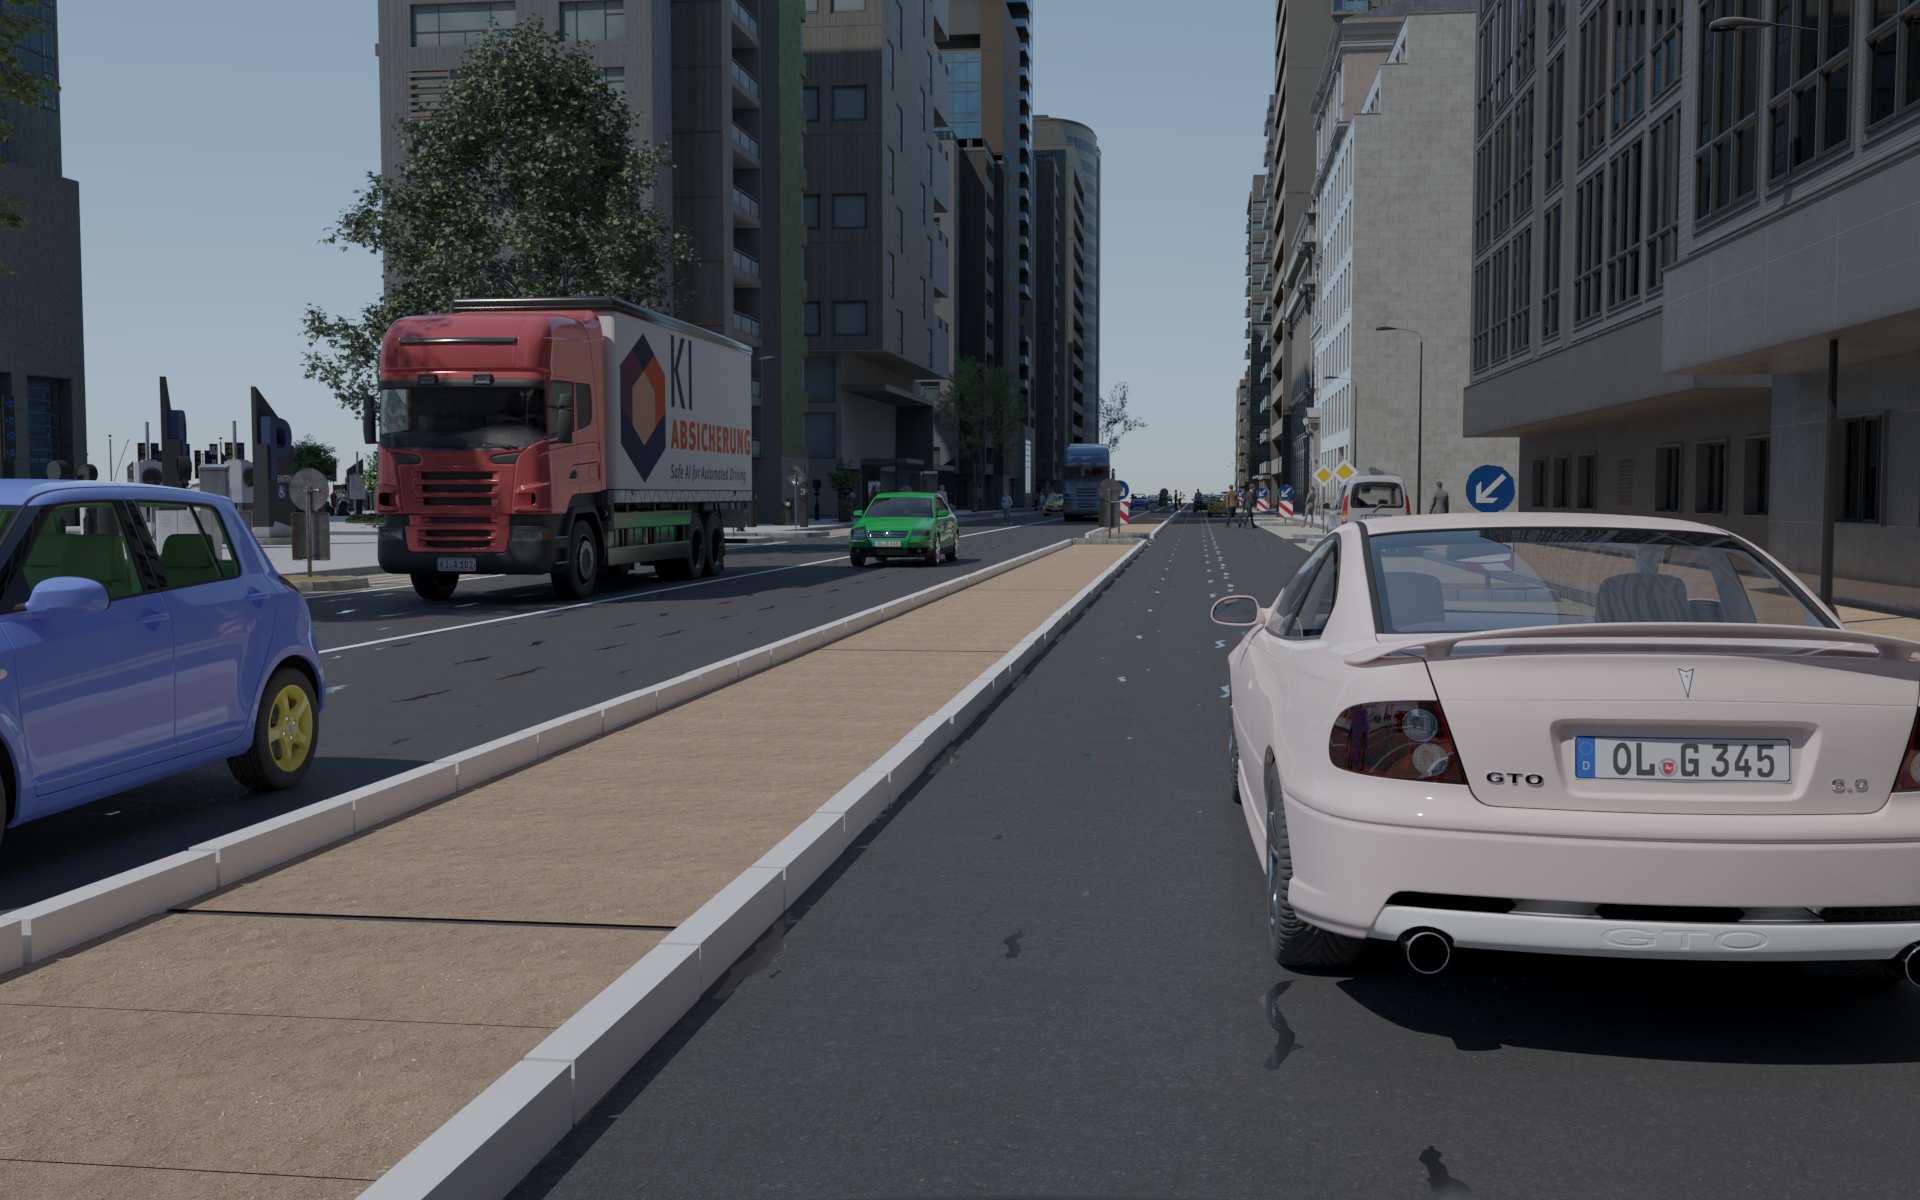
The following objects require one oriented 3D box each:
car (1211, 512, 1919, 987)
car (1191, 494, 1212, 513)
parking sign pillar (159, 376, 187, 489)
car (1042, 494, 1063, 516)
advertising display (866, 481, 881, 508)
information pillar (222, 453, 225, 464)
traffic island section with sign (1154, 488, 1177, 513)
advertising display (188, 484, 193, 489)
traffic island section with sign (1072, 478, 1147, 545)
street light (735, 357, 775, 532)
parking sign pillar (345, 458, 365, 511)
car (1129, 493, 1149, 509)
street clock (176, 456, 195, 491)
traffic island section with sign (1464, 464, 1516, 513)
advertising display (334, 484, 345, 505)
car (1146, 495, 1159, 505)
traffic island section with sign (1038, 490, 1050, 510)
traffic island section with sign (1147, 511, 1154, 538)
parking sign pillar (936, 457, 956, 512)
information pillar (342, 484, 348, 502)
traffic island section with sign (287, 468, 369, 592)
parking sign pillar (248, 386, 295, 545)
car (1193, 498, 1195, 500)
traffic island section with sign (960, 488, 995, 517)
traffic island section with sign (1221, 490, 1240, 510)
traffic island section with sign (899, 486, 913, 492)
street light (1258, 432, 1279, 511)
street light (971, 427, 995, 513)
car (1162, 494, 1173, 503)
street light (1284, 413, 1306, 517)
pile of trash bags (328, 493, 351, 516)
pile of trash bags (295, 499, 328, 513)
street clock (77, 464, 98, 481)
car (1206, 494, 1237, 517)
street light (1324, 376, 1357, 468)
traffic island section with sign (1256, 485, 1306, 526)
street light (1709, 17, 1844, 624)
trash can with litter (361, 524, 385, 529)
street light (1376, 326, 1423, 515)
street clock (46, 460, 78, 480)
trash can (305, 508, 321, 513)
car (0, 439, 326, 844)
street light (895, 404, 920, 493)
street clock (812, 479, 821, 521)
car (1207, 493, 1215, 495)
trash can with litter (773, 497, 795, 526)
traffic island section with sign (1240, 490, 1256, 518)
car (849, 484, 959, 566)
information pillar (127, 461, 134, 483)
[{"bbox_3d":[2.014,0.356,6.534,2.083,1.381,4.827,0,4,6],"label":"car"},{"bbox_3d":[19.043,-7.515,134.671,2.131,1.459,4.920,0,4,7],"label":"car"},{"bbox_3d":[-18.305,-3.173,40.343,1.447,3.967,1.447,-1,4,-19],"label":"parking sign pillar"},{"bbox_3d":[6.388,-6.303,113.285,2.015,1.641,3.980,0,4,7],"label":"car"},{"bbox_3d":[-4.174,-4.806,83.796,0.123,1.923,0.974,3,5,39],"label":"advertising display"},{"bbox_3d":[-40.793,-6.407,96.105,0.183,3.616,0.504,1,4,18],"label":"information pillar"},{"bbox_3d":[15.459,-7.537,131.364,2.006,1.907,1.989,0,4,8],"label":"traffic island section with sign"},{"bbox_3d":[-49.295,-6.490,111.328,0.974,1.923,0.123,3,4,37],"label":"advertising display"},{"bbox_3d":[4.249,-2.535,49.580,2.006,1.907,1.989,0,4,8],"label":"traffic island section with sign"},{"bbox_3d":[-6.932,-5.269,58.685,1.470,5.913,1.316,0,4,8],"label":"street light"},{"bbox_3d":[-45.500,-8.663,130.119,1.447,3.967,1.447,-3,5,-43],"label":"parking sign pillar"},{"bbox_3d":[17.606,-9.820,170.154,1.945,1.707,3.694,0,4,6],"label":"car"},{"bbox_3d":[-14.834,-1.748,33.153,0.358,2.002,0.471,-2,4,-30],"label":"street clock"},{"bbox_3d":[7.061,-0.932,23.866,1.989,1.847,2.006,0,4,8],"label":"traffic island section with sign"},{"bbox_3d":[-41.862,-6.824,116.793,0.123,1.923,0.974,2,4,30],"label":"advertising display"},{"bbox_3d":[25.870,-13.440,232.101,2.083,1.381,4.827,1,4,8],"label":"car"},{"bbox_3d":[7.942,-9.100,157.410,1.989,1.847,2.006,0,4,8],"label":"traffic island section with sign"},{"bbox_3d":[5.265,-2.984,56.917,2.006,1.907,1.989,0,4,8],"label":"traffic island section with sign"},{"bbox_3d":[-1.027,-8.355,125.084,1.447,3.967,1.447,-1,4,-17],"label":"parking sign pillar"},{"bbox_3d":[-42.916,-7.118,120.870,0.304,2.012,0.304,3,4,38],"label":"information pillar"},{"bbox_3d":[-10.063,-1.066,26.055,1.989,1.847,2.006,0,4,8],"label":"traffic island section with sign"},{"bbox_3d":[-17.432,-3.395,43.984,1.447,3.967,1.447,0,4,7],"label":"parking sign pillar"},{"bbox_3d":[30.910,-12.826,222.285,1.945,1.354,3.894,1,4,9],"label":"car"},{"bbox_3d":[1.111,-6.049,107.531,1.989,1.847,2.006,0,4,8],"label":"traffic island section with sign"},{"bbox_3d":[28.736,-10.601,181.951,1.989,1.847,2.006,0,4,8],"label":"traffic island section with sign"},{"bbox_3d":[-2.553,-4.416,80.825,1.989,1.847,2.006,0,4,8],"label":"traffic island section with sign"},{"bbox_3d":[23.320,-9.617,129.785,1.470,5.913,1.316,0,4,8],"label":"street light"},{"bbox_3d":[1.478,-9.039,120.333,1.470,5.913,1.316,0,4,8],"label":"street light"},{"bbox_3d":[33.722,-16.712,282.032,1.959,1.807,4.718,0,4,7],"label":"car"},{"bbox_3d":[19.177,-7.732,98.953,1.470,5.913,1.316,0,4,8],"label":"street light"},{"bbox_3d":[-36.985,-5.656,102.231,1.912,1.369,3.447,-1,4,-20],"label":"pile of trash bags"},{"bbox_3d":[-34.748,-4.870,89.381,3.447,1.369,1.912,2,4,26],"label":"pile of trash bags"},{"bbox_3d":[-20.857,-2.254,41.423,0.471,2.002,0.358,1,4,21],"label":"street clock"},{"bbox_3d":[16.693,-6.132,110.485,2.015,1.641,3.980,1,4,9],"label":"car"},{"bbox_3d":[14.995,-5.846,68.126,1.470,5.913,1.316,0,4,8],"label":"street light"},{"bbox_3d":[14.392,-4.200,77.299,1.989,1.847,2.006,0,4,8],"label":"traffic island section with sign"},{"bbox_3d":[8.004,-2.718,16.985,1.470,5.913,1.316,0,4,8],"label":"street light"},{"bbox_3d":[-21.502,-3.310,65.169,2.233,1.210,1.678,2,4,24],"label":"trash can with litter"},{"bbox_3d":[12.188,-4.614,47.984,1.470,5.913,1.316,0,4,8],"label":"street light"},{"bbox_3d":[-19.383,-2.000,37.267,0.471,2.002,0.358,2,4,26],"label":"street clock"},{"bbox_3d":[-25.726,-3.497,68.823,0.748,1.137,0.748,0,3,0],"label":"trash can"},{"bbox_3d":[-4.221,0.144,7.235,1.945,1.707,3.694,0,4,7],"label":"car"},{"bbox_3d":[-2.771,-7.154,89.515,1.470,5.913,1.316,0,4,8],"label":"street light"},{"bbox_3d":[-6.906,-4.835,83.626,0.358,2.002,0.471,-2,4,-35],"label":"street clock"},{"bbox_3d":[24.605,-9.804,169.879,1.945,1.707,3.694,0,4,6],"label":"car"},{"bbox_3d":[-7.155,-3.600,70.248,1.055,1.170,0.624,2,4,35],"label":"trash can with litter"},{"bbox_3d":[18.213,-5.906,105.196,1.989,1.847,2.006,0,4,8],"label":"traffic island section with sign"},{"bbox_3d":[-1.111,-1.650,35.767,1.959,1.807,4.718,0,4,7],"label":"car"},{"bbox_3d":[-58.464,-8.000,122.152,0.504,3.616,0.183,0,4,6],"label":"information pillar"}]
